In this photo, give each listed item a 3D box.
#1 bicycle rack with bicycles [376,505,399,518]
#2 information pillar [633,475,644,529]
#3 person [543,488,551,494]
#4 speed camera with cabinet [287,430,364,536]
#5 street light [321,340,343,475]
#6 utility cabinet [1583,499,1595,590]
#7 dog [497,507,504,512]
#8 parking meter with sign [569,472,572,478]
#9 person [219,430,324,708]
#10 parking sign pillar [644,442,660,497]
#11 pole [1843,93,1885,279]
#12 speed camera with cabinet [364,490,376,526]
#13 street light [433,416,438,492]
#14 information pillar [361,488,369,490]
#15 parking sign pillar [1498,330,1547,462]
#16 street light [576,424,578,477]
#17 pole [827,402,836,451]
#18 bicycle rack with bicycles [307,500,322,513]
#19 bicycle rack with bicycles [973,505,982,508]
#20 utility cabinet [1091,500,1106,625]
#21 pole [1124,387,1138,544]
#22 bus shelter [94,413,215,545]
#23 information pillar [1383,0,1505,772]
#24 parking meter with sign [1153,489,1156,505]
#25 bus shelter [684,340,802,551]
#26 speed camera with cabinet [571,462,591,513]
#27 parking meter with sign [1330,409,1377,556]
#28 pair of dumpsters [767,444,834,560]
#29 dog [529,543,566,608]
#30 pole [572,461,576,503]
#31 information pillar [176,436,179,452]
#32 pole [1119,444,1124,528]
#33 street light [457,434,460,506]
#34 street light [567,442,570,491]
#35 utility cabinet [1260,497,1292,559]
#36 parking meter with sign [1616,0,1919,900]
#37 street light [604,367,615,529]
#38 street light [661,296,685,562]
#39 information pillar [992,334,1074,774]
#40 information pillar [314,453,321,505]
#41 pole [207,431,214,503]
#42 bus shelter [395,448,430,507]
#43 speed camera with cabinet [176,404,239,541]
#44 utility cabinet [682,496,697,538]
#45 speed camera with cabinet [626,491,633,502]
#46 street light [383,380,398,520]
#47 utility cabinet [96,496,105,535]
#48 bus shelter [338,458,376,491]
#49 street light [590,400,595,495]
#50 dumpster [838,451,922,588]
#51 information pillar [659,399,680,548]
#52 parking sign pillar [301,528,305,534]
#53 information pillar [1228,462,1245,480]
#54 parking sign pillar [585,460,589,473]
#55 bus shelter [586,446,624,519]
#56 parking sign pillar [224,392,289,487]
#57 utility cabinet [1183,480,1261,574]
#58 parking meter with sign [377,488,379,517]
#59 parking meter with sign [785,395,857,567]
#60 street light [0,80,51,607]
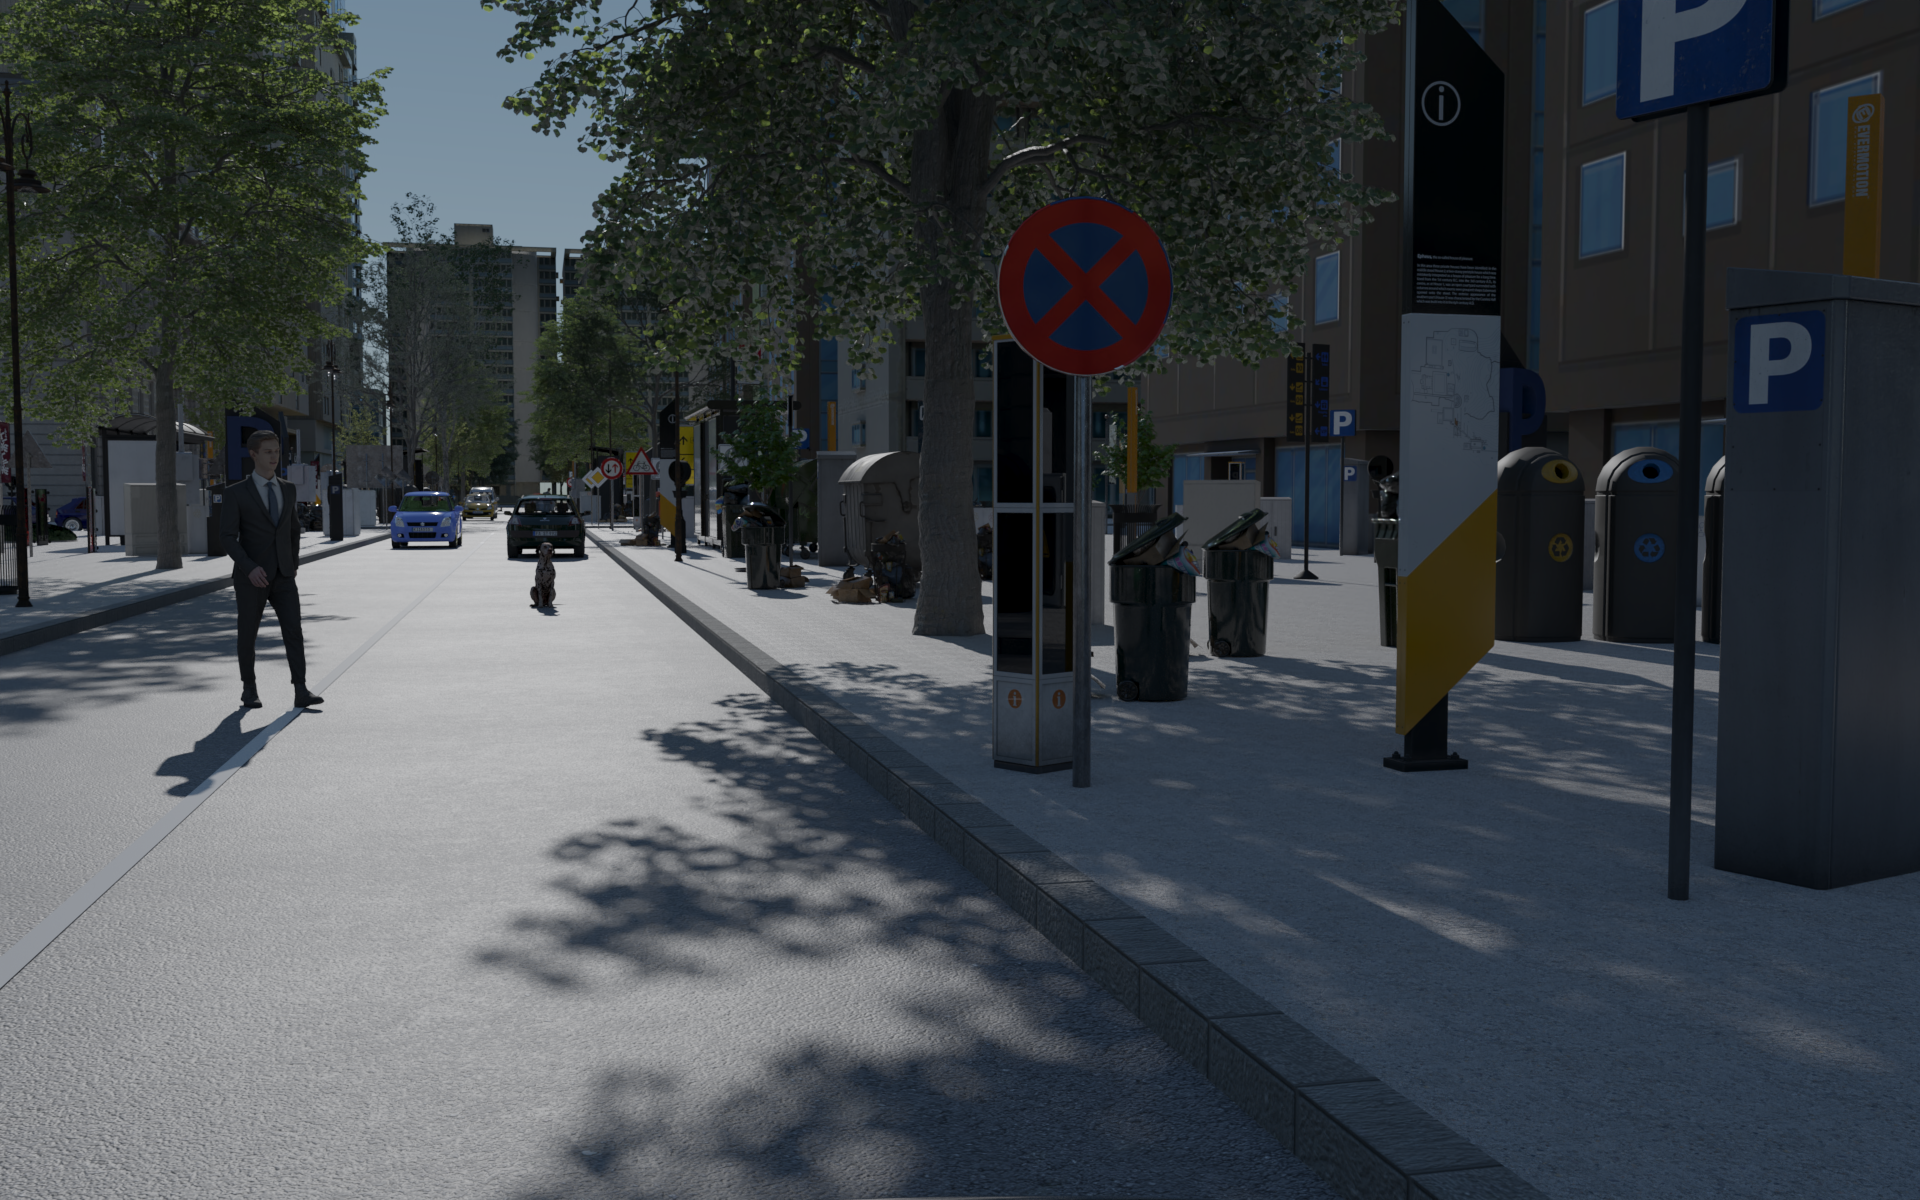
[{"bbox_3d":[-27.932,-4.420,85.649,2.925,0.926,2.852,-3,5,-40],"label":"bicycle rack with bicycles"},{"bbox_3d":[-11.678,-3.572,62.900,0.304,2.012,0.304,1,4,17],"label":"information pillar"},{"bbox_3d":[-24.186,-5.671,101.406,0.592,1.802,0.473,1,4,9],"label":"person"},{"bbox_3d":[-19.601,-3.611,53.374,2.038,3.252,0.660,0,4,1],"label":"speed camera with cabinet"},{"bbox_3d":[-18.038,-4.714,49.870,0.468,5.910,1.993,-1,4,-14],"label":"street light"},{"bbox_3d":[8.408,-0.743,23.308,1.020,1.237,0.306,-2,4,-35],"label":"utility cabinet"},{"bbox_3d":[-37.277,-7.337,140.150,0.748,0.427,0.550,-2,4,-25],"label":"dog"},{"bbox_3d":[-29.475,-8.450,134.412,0.543,3.016,1.738,2,4,35],"label":"parking meter with sign"},{"bbox_3d":[-4.579,-0.201,11.562,0.755,1.850,0.659,3,5,40],"label":"person"},{"bbox_3d":[-14.237,-5.646,80.780,1.447,3.967,1.447,-2,4,-25],"label":"parking sign pillar"},{"bbox_3d":[4.655,-0.927,8.993,0.158,3.312,0.155,0,3,0],"label":"pole"},{"bbox_3d":[-24.479,-4.586,69.315,2.038,3.252,0.660,-3,5,-44],"label":"speed camera with cabinet"},{"bbox_3d":[-30.495,-7.836,100.898,0.468,5.910,1.993,-1,4,-14],"label":"street light"},{"bbox_3d":[-25.267,-4.228,73.615,0.304,2.012,0.304,-1,4,-22],"label":"information pillar"},{"bbox_3d":[8.701,-2.366,27.151,1.447,3.967,1.447,-3,5,-44],"label":"parking sign pillar"},{"bbox_3d":[-25.123,-8.611,113.585,0.468,5.910,1.993,-1,4,-14],"label":"street light"},{"bbox_3d":[-2.836,-2.722,38.340,0.158,3.312,0.155,0,3,0],"label":"pole"},{"bbox_3d":[-49.326,-7.308,132.867,2.852,0.926,2.925,0,4,-6],"label":"bicycle rack with bicycles"},{"bbox_3d":[2.232,-4.403,85.378,2.852,0.926,2.925,-1,4,-14],"label":"bicycle rack with bicycles"},{"bbox_3d":[0.902,-0.355,16.965,1.020,1.237,0.306,-1,4,-18],"label":"utility cabinet"},{"bbox_3d":[3.295,-2.404,33.153,0.158,3.312,0.155,0,3,0],"label":"pole"},{"bbox_3d":[-21.276,-3.179,45.896,2.014,3.302,5.546,-1,4,-14],"label":"bus shelter"},{"bbox_3d":[2.259,-1.020,8.026,0.504,3.616,0.183,-1,4,-16],"label":"information pillar"},{"bbox_3d":[6.967,-3.880,59.700,0.543,3.016,1.738,2,4,23],"label":"parking meter with sign"},{"bbox_3d":[-5.587,-3.987,42.823,2.179,5.291,8.768,-1,4,-14],"label":"bus shelter"},{"bbox_3d":[-21.710,-6.457,99.906,0.660,3.252,2.038,-3,4,-39],"label":"speed camera with cabinet"},{"bbox_3d":[8.362,-2.465,36.564,0.543,3.016,1.738,2,4,33],"label":"parking meter with sign"},{"bbox_3d":[-3.108,-2.037,35.793,1.574,2.255,4.437,-1,4,-14],"label":"pair of dumpsters"},{"bbox_3d":[-5.217,-0.321,22.079,0.513,0.831,0.800,1,4,19],"label":"dog"},{"bbox_3d":[-23.724,-6.886,106.425,0.158,3.312,0.155,0,3,0],"label":"pole"},{"bbox_3d":[-25.030,-3.896,55.060,0.183,3.616,0.504,2,4,29],"label":"information pillar"},{"bbox_3d":[6.091,-4.356,65.059,0.158,3.312,0.155,0,3,0],"label":"pole"},{"bbox_3d":[-38.001,-9.690,131.226,0.468,5.910,1.993,-1,4,-14],"label":"street light"},{"bbox_3d":[-32.492,-10.468,143.946,0.468,5.910,1.993,-1,4,-14],"label":"street light"},{"bbox_3d":[6.013,-1.408,34.190,1.020,1.237,0.306,0,4,-1],"label":"utility cabinet"},{"bbox_3d":[2.982,-0.586,5.834,1.738,3.016,0.543,-2,4,-32],"label":"parking meter with sign"},{"bbox_3d":[-12.748,-5.528,63.171,0.468,5.910,1.993,-1,4,-14],"label":"street light"},{"bbox_3d":[-5.359,-3.671,32.814,0.468,5.910,1.993,-1,4,-14],"label":"street light"},{"bbox_3d":[0.358,-0.218,8.058,0.304,2.012,0.304,-3,5,-43],"label":"information pillar"},{"bbox_3d":[-36.906,-6.614,99.497,0.183,3.616,0.504,1,4,12],"label":"information pillar"},{"bbox_3d":[-24.399,-3.827,56.414,0.158,3.312,0.155,0,3,0],"label":"pole"},{"bbox_3d":[-28.791,-6.074,90.592,1.731,3.624,6.357,-1,4,-14],"label":"bus shelter"},{"bbox_3d":[-16.732,-2.713,38.697,2.038,3.252,0.660,-3,5,-43],"label":"speed camera with cabinet"},{"bbox_3d":[-7.706,-2.401,50.425,1.020,1.237,0.306,2,4,25],"label":"utility cabinet"},{"bbox_3d":[-18.890,-6.542,101.291,0.660,3.252,2.038,-2,4,-32],"label":"speed camera with cabinet"},{"bbox_3d":[-22.983,-5.948,70.039,0.468,5.910,1.993,-1,4,-14],"label":"street light"},{"bbox_3d":[-26.864,-2.625,54.076,1.020,1.237,0.306,3,5,40],"label":"utility cabinet"},{"bbox_3d":[-31.725,-6.013,92.233,2.014,3.302,5.546,-1,4,-14],"label":"bus shelter"},{"bbox_3d":[-17.583,-6.722,82.692,0.468,5.910,1.993,-1,4,-14],"label":"street light"},{"bbox_3d":[-0.934,-1.129,24.214,1.264,1.857,1.865,-1,4,-14],"label":"dumpster"},{"bbox_3d":[-6.892,-3.051,41.244,0.504,3.616,0.183,0,4,4],"label":"information pillar"},{"bbox_3d":[-21.952,-4.125,55.922,1.447,3.967,1.447,-2,4,-28],"label":"parking sign pillar"},{"bbox_3d":[6.336,-2.154,39.702,0.304,2.012,0.304,2,4,26],"label":"information pillar"},{"bbox_3d":[-27.194,-8.469,126.934,1.447,3.967,1.447,-1,4,-22],"label":"parking sign pillar"},{"bbox_3d":[-17.824,-5.855,87.006,1.731,3.624,6.357,-1,4,-14],"label":"bus shelter"},{"bbox_3d":[-17.713,-3.362,43.444,1.447,3.967,1.447,-1,4,-18],"label":"parking sign pillar"},{"bbox_3d":[4.126,-1.139,27.303,1.173,1.500,0.318,2,4,28],"label":"utility cabinet"},{"bbox_3d":[-32.917,-6.056,95.274,1.738,3.016,0.543,-1,4,-15],"label":"parking meter with sign"},{"bbox_3d":[-2.172,-2.107,30.711,1.738,3.016,0.543,0,4,-7],"label":"parking meter with sign"},{"bbox_3d":[-10.643,-2.858,19.515,0.468,5.910,1.993,-1,4,-14],"label":"street light"}]
